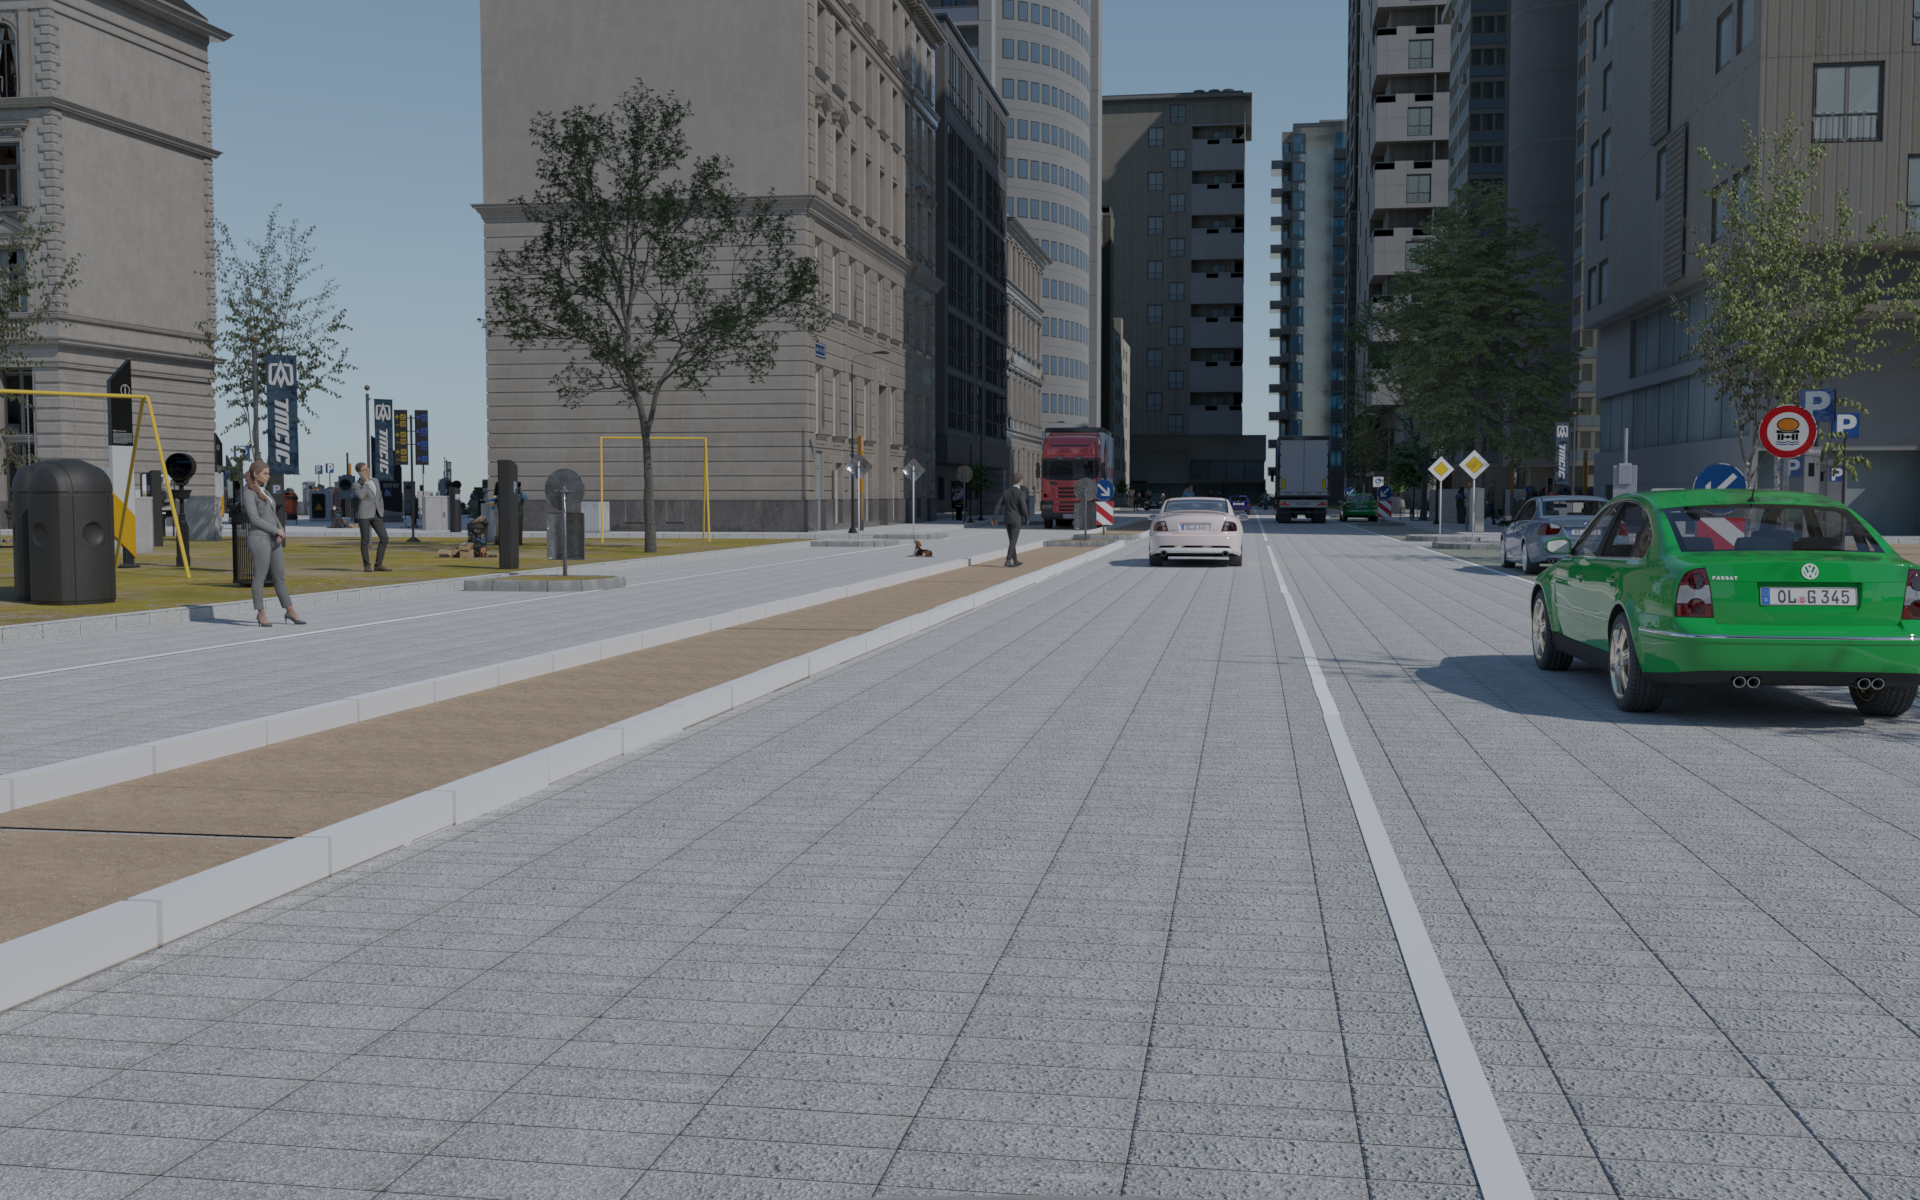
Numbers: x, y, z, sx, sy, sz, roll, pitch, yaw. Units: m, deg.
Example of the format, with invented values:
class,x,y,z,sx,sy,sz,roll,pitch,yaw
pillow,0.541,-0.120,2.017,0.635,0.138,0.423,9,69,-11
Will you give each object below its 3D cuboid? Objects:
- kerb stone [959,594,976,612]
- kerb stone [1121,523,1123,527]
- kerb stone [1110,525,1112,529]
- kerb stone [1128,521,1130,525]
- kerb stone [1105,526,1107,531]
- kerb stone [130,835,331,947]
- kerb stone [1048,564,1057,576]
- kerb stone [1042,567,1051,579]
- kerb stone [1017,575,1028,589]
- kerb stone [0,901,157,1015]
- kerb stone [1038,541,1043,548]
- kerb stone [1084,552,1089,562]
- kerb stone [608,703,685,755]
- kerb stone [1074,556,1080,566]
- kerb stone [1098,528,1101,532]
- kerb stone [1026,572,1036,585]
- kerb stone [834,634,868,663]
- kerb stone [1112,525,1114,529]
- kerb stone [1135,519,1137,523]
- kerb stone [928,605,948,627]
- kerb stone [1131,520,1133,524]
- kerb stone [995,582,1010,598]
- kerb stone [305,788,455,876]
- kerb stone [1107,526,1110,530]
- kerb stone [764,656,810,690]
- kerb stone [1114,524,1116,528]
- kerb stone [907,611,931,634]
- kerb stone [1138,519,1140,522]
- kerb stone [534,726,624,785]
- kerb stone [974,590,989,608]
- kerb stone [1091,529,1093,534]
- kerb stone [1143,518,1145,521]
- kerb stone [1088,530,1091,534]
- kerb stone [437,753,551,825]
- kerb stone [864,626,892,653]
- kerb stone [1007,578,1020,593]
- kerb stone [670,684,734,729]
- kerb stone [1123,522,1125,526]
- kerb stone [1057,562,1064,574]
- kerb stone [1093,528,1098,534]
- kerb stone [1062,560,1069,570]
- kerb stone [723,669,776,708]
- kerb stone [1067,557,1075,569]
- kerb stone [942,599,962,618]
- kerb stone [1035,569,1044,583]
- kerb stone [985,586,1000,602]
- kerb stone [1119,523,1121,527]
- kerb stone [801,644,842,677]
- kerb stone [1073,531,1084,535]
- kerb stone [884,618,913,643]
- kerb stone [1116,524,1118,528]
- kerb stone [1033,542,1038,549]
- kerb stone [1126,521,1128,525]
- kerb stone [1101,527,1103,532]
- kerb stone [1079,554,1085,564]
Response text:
class,x,y,z,sx,sy,sz,roll,pitch,yaw
kerb stone,0.023,0.065,21.128,0.120,0.150,1.000,1,4,9
kerb stone,6.821,-3.204,74.596,0.120,0.150,1.000,1,4,9
kerb stone,5.799,-2.834,68.525,0.120,0.150,1.000,1,4,9
kerb stone,7.490,-3.451,78.639,0.120,0.150,1.000,1,4,9
kerb stone,5.464,-2.710,66.508,0.120,0.150,1.000,1,4,9
kerb stone,-2.498,0.992,5.979,0.120,0.150,1.000,1,4,9
kerb stone,1.537,-0.491,30.220,0.120,0.150,1.000,1,4,9
kerb stone,1.376,-0.424,29.211,0.120,0.150,1.000,1,4,9
kerb stone,0.868,-0.244,26.178,0.120,0.150,1.000,1,4,9
kerb stone,-2.668,1.054,4.965,0.120,0.150,1.000,1,4,9
kerb stone,1.999,-1.438,45.711,0.120,0.150,1.000,1,4,9
kerb stone,2.551,-0.856,36.290,0.120,0.150,1.000,1,4,9
kerb stone,-1.822,0.746,10.010,0.120,0.150,1.000,1,4,9
kerb stone,2.217,-0.738,34.265,0.120,0.150,1.000,1,4,9
kerb stone,4.964,-2.521,63.476,0.120,0.150,1.000,1,4,9
kerb stone,1.037,-0.306,27.192,0.120,0.150,1.000,1,4,9
kerb stone,-0.988,0.435,15.076,0.120,0.150,1.000,1,4,9
kerb stone,5.978,-2.891,69.548,0.120,0.150,1.000,1,4,9
kerb stone,8.337,-3.763,83.713,0.120,0.150,1.000,1,4,9
kerb stone,-0.306,0.196,19.111,0.120,0.150,1.000,1,4,9
kerb stone,7.828,-3.577,80.681,0.120,0.150,1.000,1,4,9
kerb stone,0.534,-0.120,24.162,0.120,0.150,1.000,1,4,9
kerb stone,-2.329,0.930,6.987,0.120,0.150,1.000,1,4,9
kerb stone,5.630,-2.772,67.517,0.120,0.150,1.000,1,4,9
kerb stone,-1.330,0.560,13.053,0.120,0.150,1.000,1,4,9
kerb stone,6.144,-2.957,70.559,0.120,0.150,1.000,1,4,9
kerb stone,-0.475,0.250,18.103,0.120,0.150,1.000,1,4,9
kerb stone,8.677,-3.886,85.732,0.120,0.150,1.000,1,4,9
kerb stone,-1.995,0.810,9.003,0.120,0.150,1.000,1,4,9
kerb stone,0.201,0.005,22.135,0.120,0.150,1.000,1,4,9
kerb stone,4.456,-2.340,60.448,0.120,0.150,1.000,1,4,9
kerb stone,9.347,-4.132,89.777,0.120,0.150,1.000,1,4,9
kerb stone,4.289,-2.278,59.439,0.120,0.150,1.000,1,4,9
kerb stone,-2.157,0.869,7.994,0.120,0.150,1.000,1,4,9
kerb stone,-0.817,0.383,16.084,0.120,0.150,1.000,1,4,9
kerb stone,0.703,-0.182,25.170,0.120,0.150,1.000,1,4,9
kerb stone,-1.662,0.683,11.028,0.120,0.150,1.000,1,4,9
kerb stone,6.990,-3.261,75.610,0.120,0.150,1.000,1,4,9
kerb stone,1.714,-0.553,31.230,0.120,0.150,1.000,1,4,9
kerb stone,4.794,-2.463,62.465,0.120,0.150,1.000,1,4,9
kerb stone,1.878,-0.612,32.249,0.120,0.150,1.000,1,4,9
kerb stone,-1.489,0.621,12.043,0.120,0.150,1.000,1,4,9
kerb stone,2.050,-0.677,33.257,0.120,0.150,1.000,1,4,9
kerb stone,-0.146,0.127,20.120,0.120,0.150,1.000,1,4,9
kerb stone,1.211,-0.366,28.199,0.120,0.150,1.000,1,4,9
kerb stone,0.365,-0.054,23.151,0.120,0.150,1.000,1,4,9
kerb stone,6.642,-3.143,73.590,0.120,0.150,1.000,1,4,9
kerb stone,-1.151,0.497,14.067,0.120,0.150,1.000,1,4,9
kerb stone,3.939,-2.154,57.412,0.120,0.150,1.000,1,4,9
kerb stone,-0.647,0.312,17.095,0.120,0.150,1.000,1,4,9
kerb stone,6.310,-3.018,71.568,0.120,0.150,1.000,1,4,9
kerb stone,1.828,-1.376,44.692,0.120,0.150,1.000,1,4,9
kerb stone,7.324,-3.390,77.627,0.120,0.150,1.000,1,4,9
kerb stone,5.127,-2.583,64.485,0.120,0.150,1.000,1,4,9
kerb stone,2.387,-0.796,35.273,0.120,0.150,1.000,1,4,9
